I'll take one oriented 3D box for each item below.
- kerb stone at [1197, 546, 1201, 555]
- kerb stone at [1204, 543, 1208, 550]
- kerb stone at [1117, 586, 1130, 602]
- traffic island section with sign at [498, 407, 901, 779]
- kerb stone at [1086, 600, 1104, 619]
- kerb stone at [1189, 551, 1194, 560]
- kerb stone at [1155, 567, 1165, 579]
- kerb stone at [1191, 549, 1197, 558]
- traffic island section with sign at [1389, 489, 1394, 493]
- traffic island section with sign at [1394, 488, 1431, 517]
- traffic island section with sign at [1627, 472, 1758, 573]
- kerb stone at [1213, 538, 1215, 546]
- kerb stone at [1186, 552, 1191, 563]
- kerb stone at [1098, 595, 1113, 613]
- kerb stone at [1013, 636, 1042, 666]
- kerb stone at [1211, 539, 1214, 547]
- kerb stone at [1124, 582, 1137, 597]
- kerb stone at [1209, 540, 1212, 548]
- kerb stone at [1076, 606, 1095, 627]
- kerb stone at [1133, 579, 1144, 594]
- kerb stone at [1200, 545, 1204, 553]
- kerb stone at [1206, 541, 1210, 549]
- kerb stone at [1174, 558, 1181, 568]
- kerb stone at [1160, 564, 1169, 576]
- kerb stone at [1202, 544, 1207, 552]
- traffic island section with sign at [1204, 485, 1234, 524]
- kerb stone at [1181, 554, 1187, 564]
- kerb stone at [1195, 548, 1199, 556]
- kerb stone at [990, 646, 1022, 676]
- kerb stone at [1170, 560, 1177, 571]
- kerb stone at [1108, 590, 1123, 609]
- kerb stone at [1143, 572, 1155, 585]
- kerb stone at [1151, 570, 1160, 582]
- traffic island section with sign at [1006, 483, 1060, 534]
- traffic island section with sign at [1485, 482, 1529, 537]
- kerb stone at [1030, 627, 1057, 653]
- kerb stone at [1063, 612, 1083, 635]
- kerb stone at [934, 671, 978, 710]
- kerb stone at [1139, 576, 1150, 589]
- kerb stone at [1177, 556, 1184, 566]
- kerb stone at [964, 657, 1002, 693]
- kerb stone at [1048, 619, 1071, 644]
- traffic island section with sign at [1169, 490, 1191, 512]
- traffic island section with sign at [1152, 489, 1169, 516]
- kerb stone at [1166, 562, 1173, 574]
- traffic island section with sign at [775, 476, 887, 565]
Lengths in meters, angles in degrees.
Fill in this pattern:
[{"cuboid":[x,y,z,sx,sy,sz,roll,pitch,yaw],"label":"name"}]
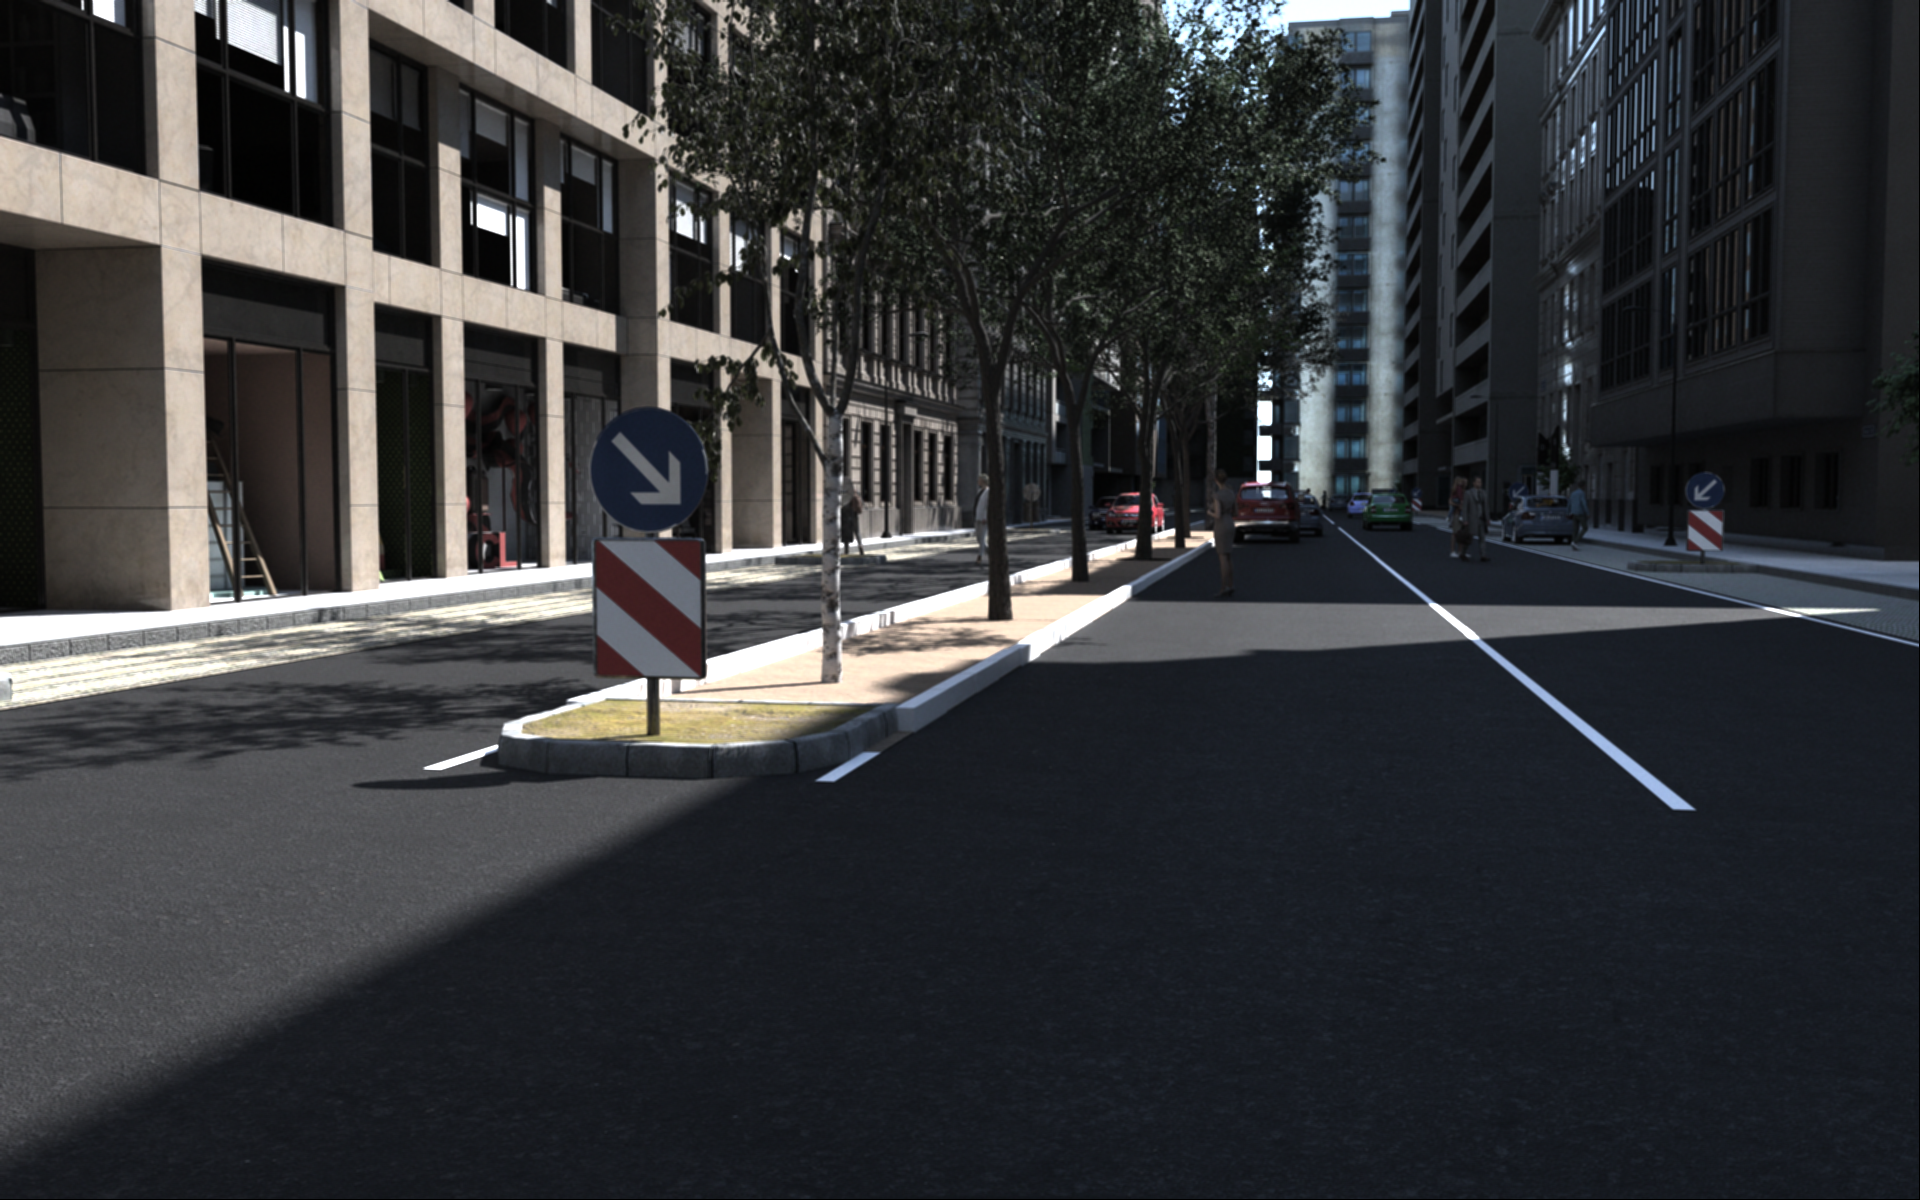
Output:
[{"cuboid":[5.438,-1.093,40.068,0.120,0.150,1.000,1,4,11],"label":"kerb stone"},{"cuboid":[6.032,-1.278,43.084,0.120,0.150,1.000,1,4,11],"label":"kerb stone"},{"cuboid":[2.111,-0.048,22.981,0.120,0.150,1.000,1,4,11],"label":"kerb stone"},{"cuboid":[-1.513,-0.097,9.722,2.006,1.907,1.989,1,4,11],"label":"traffic island section with sign"},{"cuboid":[1.519,0.137,19.958,0.120,0.150,1.000,1,4,11],"label":"kerb stone"},{"cuboid":[4.860,-0.905,37.045,0.120,0.150,1.000,1,4,11],"label":"kerb stone"},{"cuboid":[3.286,-0.416,29.006,0.120,0.150,1.000,1,4,11],"label":"kerb stone"},{"cuboid":[5.055,-0.967,38.049,0.120,0.150,1.000,1,4,11],"label":"kerb stone"},{"cuboid":[33.470,-7.692,134.398,1.989,1.847,2.006,1,4,11],"label":"traffic island section with sign"},{"cuboid":[28.298,-6.074,107.942,1.989,1.847,2.006,1,4,11],"label":"traffic island section with sign"},{"cuboid":[13.554,-1.442,32.203,1.989,1.847,2.006,1,4,11],"label":"traffic island section with sign"},{"cuboid":[6.824,-1.521,47.122,0.120,0.150,1.000,1,4,11],"label":"kerb stone"},{"cuboid":[4.659,-0.846,36.033,0.120,0.150,1.000,1,4,11],"label":"kerb stone"},{"cuboid":[1.714,0.075,20.965,0.120,0.150,1.000,1,4,11],"label":"kerb stone"},{"cuboid":[0.556,0.446,14.910,0.120,0.150,1.000,1,4,11],"label":"kerb stone"},{"cuboid":[6.616,-1.462,46.121,0.120,0.150,1.000,1,4,11],"label":"kerb stone"},{"cuboid":[2.307,-0.109,23.985,0.120,0.150,1.000,1,4,11],"label":"kerb stone"},{"cuboid":[6.417,-1.401,45.103,0.120,0.150,1.000,1,4,11],"label":"kerb stone"},{"cuboid":[1.328,0.199,18.940,0.120,0.150,1.000,1,4,11],"label":"kerb stone"},{"cuboid":[2.509,-0.169,24.991,0.120,0.150,1.000,1,4,11],"label":"kerb stone"},{"cuboid":[5.641,-1.154,41.070,0.120,0.150,1.000,1,4,11],"label":"kerb stone"},{"cuboid":[6.224,-1.340,44.099,0.120,0.150,1.000,1,4,11],"label":"kerb stone"},{"cuboid":[4.075,-0.662,33.022,0.120,0.150,1.000,1,4,11],"label":"kerb stone"},{"cuboid":[3.485,-0.478,30.009,0.120,0.150,1.000,1,4,11],"label":"kerb stone"},{"cuboid":[5.845,-1.216,42.079,0.120,0.150,1.000,1,4,11],"label":"kerb stone"},{"cuboid":[12.848,-4.608,83.481,2.006,1.907,1.989,1,4,11],"label":"traffic island section with sign"},{"cuboid":[4.455,-0.785,35.031,0.120,0.150,1.000,1,4,11],"label":"kerb stone"},{"cuboid":[5.248,-1.028,39.059,0.120,0.150,1.000,1,4,11],"label":"kerb stone"},{"cuboid":[0.339,0.507,13.901,0.120,0.150,1.000,1,4,11],"label":"kerb stone"},{"cuboid":[3.874,-0.601,32.019,0.120,0.150,1.000,1,4,11],"label":"kerb stone"},{"cuboid":[1.920,0.014,21.966,0.120,0.150,1.000,1,4,11],"label":"kerb stone"},{"cuboid":[2.892,-0.294,26.999,0.120,0.150,1.000,1,4,11],"label":"kerb stone"},{"cuboid":[3.088,-0.355,28.003,0.120,0.150,1.000,1,4,11],"label":"kerb stone"},{"cuboid":[2.565,-3.277,62.209,1.989,1.847,2.006,1,4,11],"label":"traffic island section with sign"},{"cuboid":[18.704,-3.060,58.663,1.989,1.847,2.006,1,4,11],"label":"traffic island section with sign"},{"cuboid":[0.738,0.384,15.919,0.120,0.150,1.000,1,4,11],"label":"kerb stone"},{"cuboid":[1.131,0.263,17.937,0.120,0.150,1.000,1,4,11],"label":"kerb stone"},{"cuboid":[-0.047,0.630,11.887,0.120,0.150,1.000,1,4,11],"label":"kerb stone"},{"cuboid":[2.706,-0.228,25.994,0.120,0.150,1.000,1,4,11],"label":"kerb stone"},{"cuboid":[4.267,-0.724,34.026,0.120,0.150,1.000,1,4,11],"label":"kerb stone"},{"cuboid":[0.151,0.569,12.892,0.120,0.150,1.000,1,4,11],"label":"kerb stone"},{"cuboid":[0.939,0.322,16.930,0.120,0.150,1.000,1,4,11],"label":"kerb stone"},{"cuboid":[17.398,-7.934,138.347,1.989,1.847,2.006,1,4,11],"label":"traffic island section with sign"},{"cuboid":[12.242,-6.316,111.888,1.989,1.847,2.006,1,4,11],"label":"traffic island section with sign"},{"cuboid":[3.677,-0.539,31.013,0.120,0.150,1.000,1,4,11],"label":"kerb stone"},{"cuboid":[-2.588,-1.658,35.732,1.989,1.847,2.006,1,4,11],"label":"traffic island section with sign"}]
